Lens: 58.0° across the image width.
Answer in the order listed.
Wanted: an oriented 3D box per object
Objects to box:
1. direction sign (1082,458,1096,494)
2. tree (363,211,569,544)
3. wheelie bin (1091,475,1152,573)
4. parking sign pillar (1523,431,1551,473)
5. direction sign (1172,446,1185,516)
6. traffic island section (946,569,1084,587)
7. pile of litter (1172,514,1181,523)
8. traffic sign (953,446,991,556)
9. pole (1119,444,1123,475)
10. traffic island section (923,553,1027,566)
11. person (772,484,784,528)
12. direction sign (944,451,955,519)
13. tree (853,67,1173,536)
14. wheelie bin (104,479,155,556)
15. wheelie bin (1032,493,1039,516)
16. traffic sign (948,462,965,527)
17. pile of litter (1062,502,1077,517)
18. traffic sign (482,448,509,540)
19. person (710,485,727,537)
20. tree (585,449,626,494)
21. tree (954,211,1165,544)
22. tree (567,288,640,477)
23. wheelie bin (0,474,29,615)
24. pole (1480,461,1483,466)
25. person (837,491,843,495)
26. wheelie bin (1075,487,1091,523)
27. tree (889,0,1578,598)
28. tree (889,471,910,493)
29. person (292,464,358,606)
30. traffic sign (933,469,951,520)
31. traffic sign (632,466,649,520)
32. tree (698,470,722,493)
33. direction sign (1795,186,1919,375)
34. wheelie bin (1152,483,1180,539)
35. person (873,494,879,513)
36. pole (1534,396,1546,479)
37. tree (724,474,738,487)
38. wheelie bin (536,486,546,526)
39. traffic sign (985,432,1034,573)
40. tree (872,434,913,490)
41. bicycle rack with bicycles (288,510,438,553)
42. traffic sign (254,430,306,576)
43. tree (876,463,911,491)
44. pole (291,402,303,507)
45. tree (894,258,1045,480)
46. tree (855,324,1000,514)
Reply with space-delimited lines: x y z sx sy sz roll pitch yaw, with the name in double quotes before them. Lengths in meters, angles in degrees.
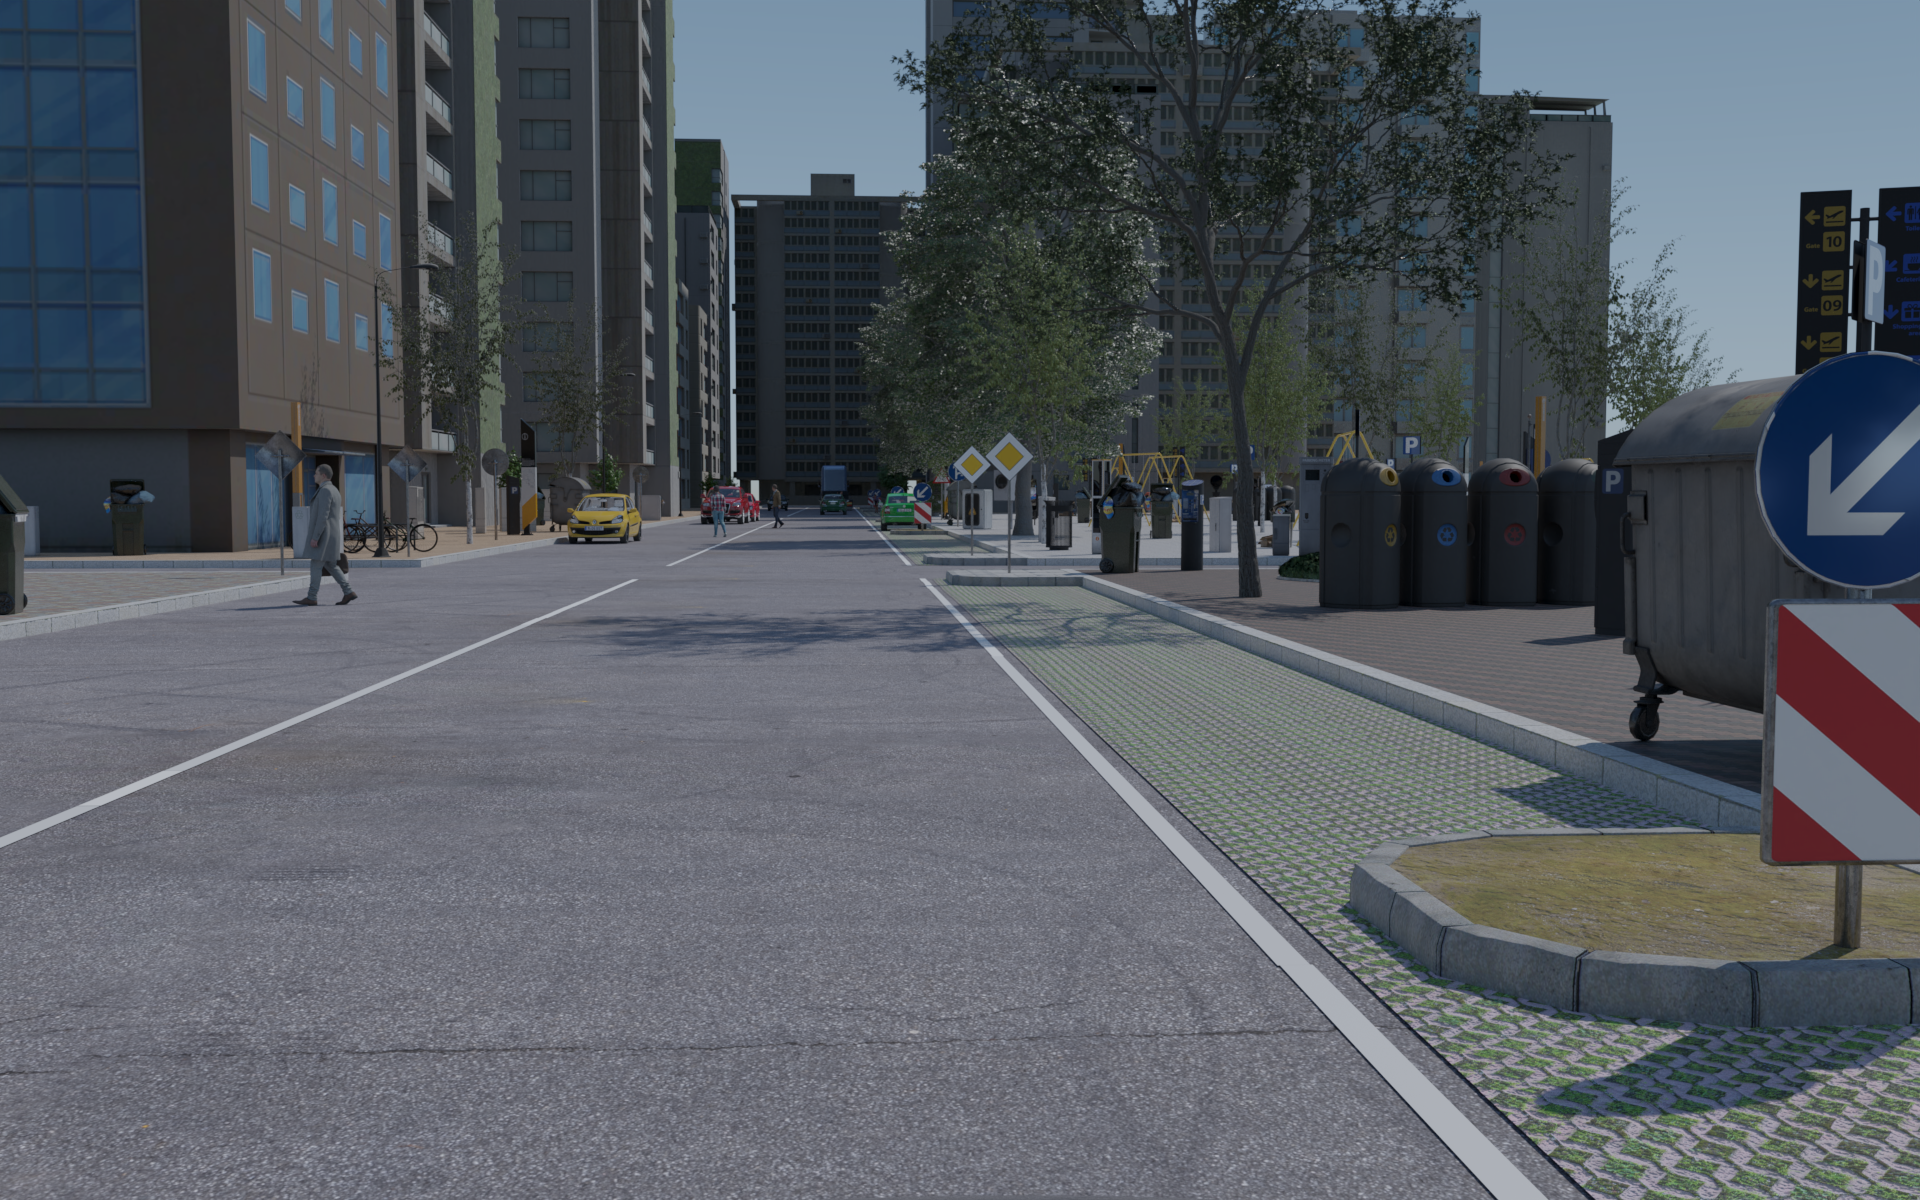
"direction sign" 8.027 -7.068 107.565 0.876 3.537 0.379 1 4 18
"tree" -12.824 -5.740 44.206 4.360 8.622 3.978 0 3 0
"wheelie bin" 2.647 -1.247 28.294 0.693 1.594 0.980 1 4 19
"parking sign pillar" 24.876 -5.268 74.601 1.447 3.967 1.447 -2 4 -24
"direction sign" 10.421 -5.540 82.578 0.379 3.537 0.876 -2 4 -33
"traffic island section" 0.818 -0.354 28.077 2.009 0.180 2.903 0 4 -4
"pile of litter" 9.541 -3.929 78.211 1.719 0.858 1.176 0 4 1
"traffic sign" 0.247 -1.977 35.964 0.795 2.450 0.064 0 4 -4
"pole" 6.486 -4.654 69.933 0.158 3.312 0.155 0 3 0
"traffic island section" 0.270 -0.842 36.043 2.009 0.180 2.903 0 4 -4
"person" -7.705 -3.936 72.768 0.656 1.842 0.836 2 4 34
"direction sign" -0.551 -6.019 90.403 0.379 3.537 0.876 -3 5 -41
"tree" 2.061 -8.973 53.364 9.857 13.997 8.962 0 3 0
"wheelie bin" -17.338 -1.728 36.164 0.980 1.594 0.693 -2 4 -23
"wheelie bin" 4.278 -5.669 100.598 0.693 1.594 0.980 0 4 -4
"traffic sign" -0.082 -4.146 67.895 0.768 2.556 0.104 0 4 5
"pile of litter" 6.233 -5.243 99.681 1.176 0.858 1.719 1 4 18
"traffic sign" -12.920 -2.939 48.158 0.768 2.556 0.104 0 4 1
"person" -8.076 -2.964 57.798 0.563 1.720 0.643 -2 4 -27
"tree" -15.076 -4.822 73.445 1.663 3.219 1.824 0 3 0
"tree" 2.079 -5.740 44.208 4.737 8.622 4.395 0 3 0
"tree" -14.048 -6.886 62.945 4.360 8.622 3.978 0 3 0
"wheelie bin" -10.381 -0.647 18.489 0.693 1.594 0.980 -1 4 -17
"pole" 32.374 -6.962 107.671 0.158 3.312 0.155 0 3 0
"person" -9.884 -8.209 143.527 0.445 1.727 0.742 1 4 17
"wheelie bin" 5.464 -4.198 76.549 0.693 1.594 0.980 1 4 11
"tree" 3.565 -5.333 21.607 8.767 10.594 7.601 -1 4 -13
"tree" -4.987 -9.298 146.624 1.663 3.219 1.824 0 3 0
"person" -8.176 -0.835 22.252 0.767 1.812 0.694 0 4 -6
"traffic sign" -0.899 -5.188 84.829 0.884 2.594 0.081 0 4 1
"traffic sign" -14.612 -4.843 79.282 0.768 2.556 0.104 0 4 -1
"tree" -19.604 -8.577 134.839 1.663 3.219 1.824 0 3 0
"direction sign" 6.715 -1.281 12.949 0.876 3.537 0.379 1 4 18
"wheelie bin" 5.834 -2.566 49.869 0.980 1.594 0.693 0 4 3
"person" -6.279 -7.222 129.808 0.421 1.427 0.697 1 4 12
"pole" 12.118 -2.592 36.223 0.158 3.312 0.155 0 3 0
"tree" -21.728 -10.306 163.111 1.663 3.219 1.824 0 3 0
"wheelie bin" -17.276 -3.822 70.392 0.980 1.594 0.693 2 4 34
"traffic sign" 0.795 -1.490 27.998 0.795 2.450 0.064 0 4 -4
"tree" -5.615 -12.356 152.384 4.737 8.622 4.395 0 3 0
"bicycle rack with bicycles" -13.029 -1.525 38.311 2.925 0.926 2.852 0 4 -4
"traffic sign" -10.674 -1.443 27.233 0.795 2.450 0.064 0 4 -4
"tree" -6.082 -10.739 159.302 4.285 4.588 4.351 0 3 0
"pole" -14.758 -2.735 38.566 0.158 3.312 0.155 0 3 0
"tree" 0.661 -9.768 77.832 7.486 12.596 7.792 0 3 0
"tree" -1.649 -12.348 112.254 12.009 13.543 11.850 0 3 0
